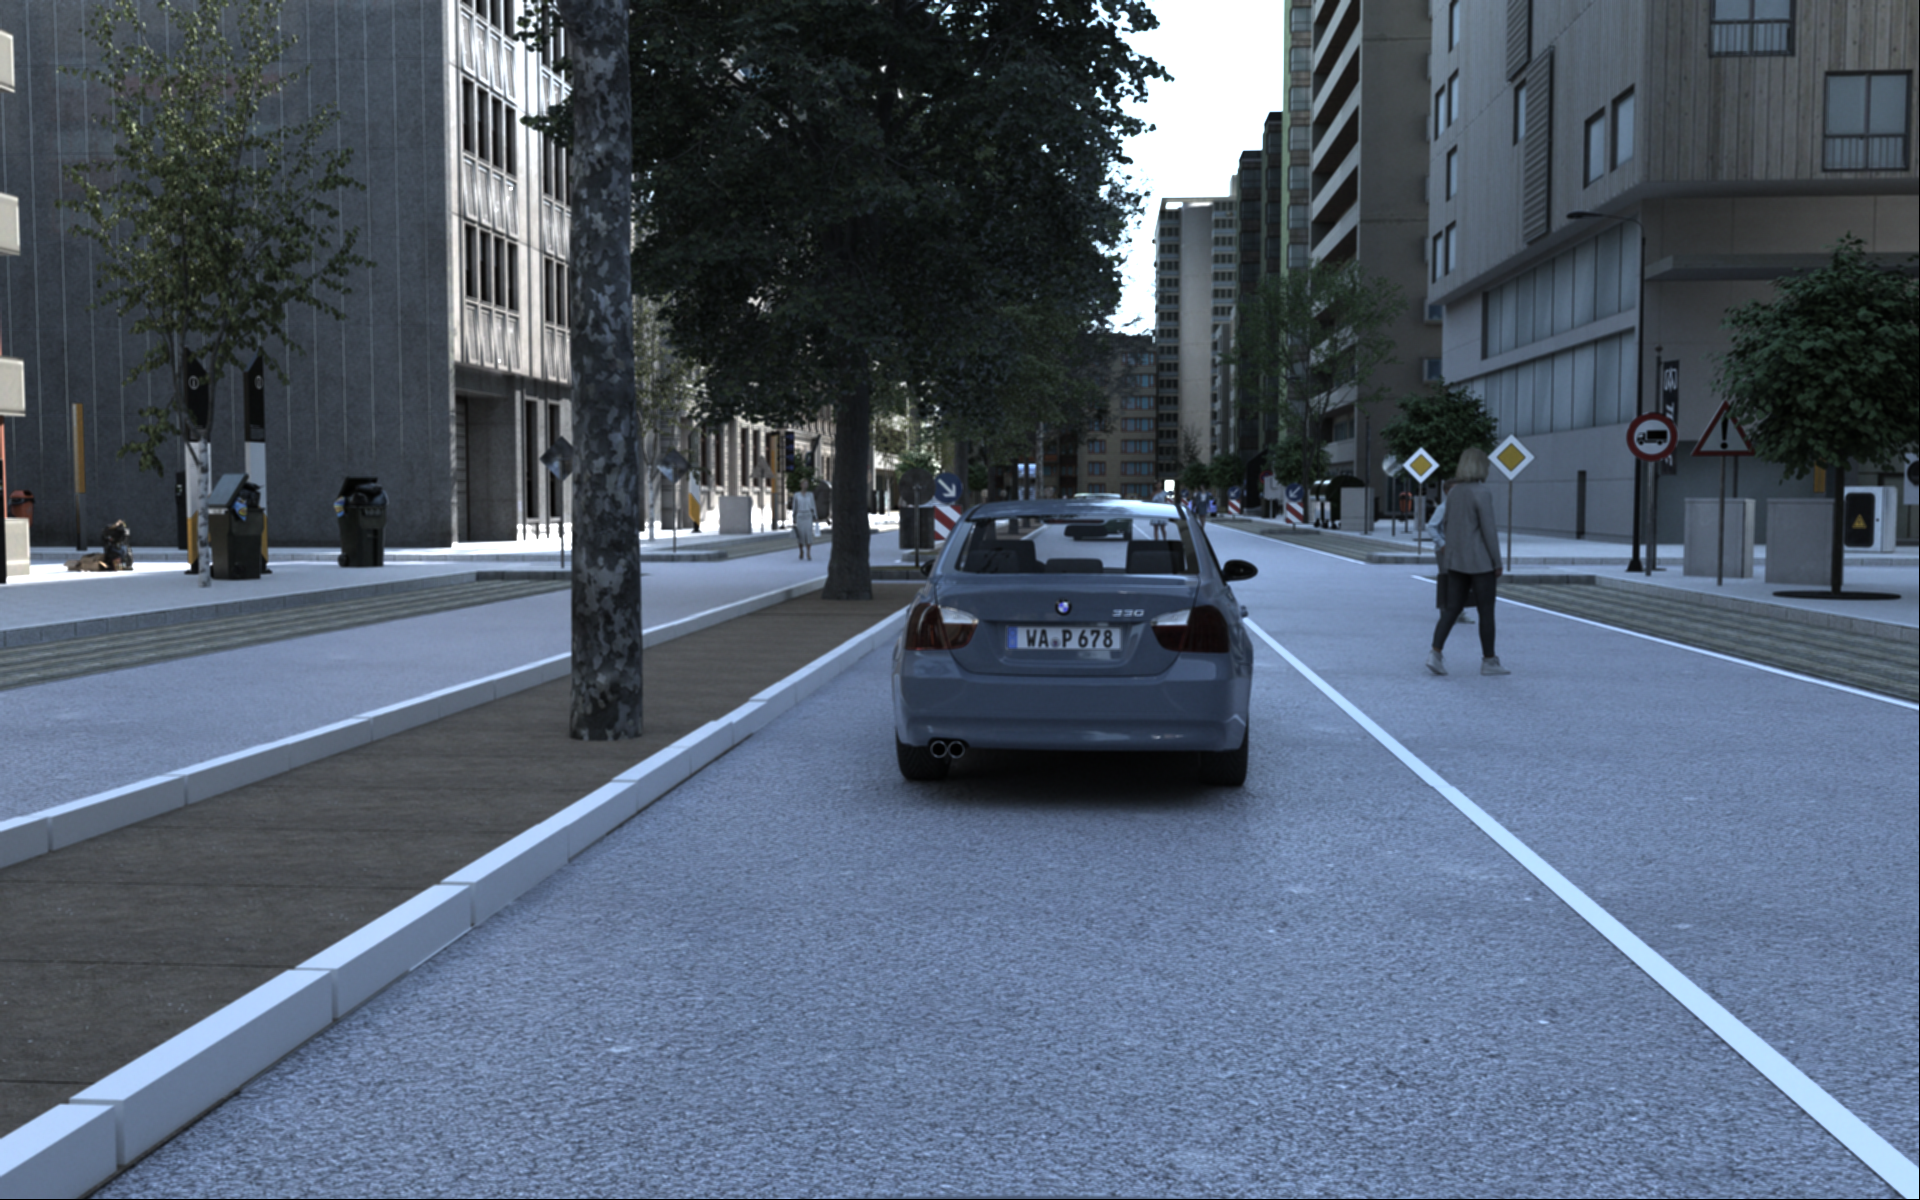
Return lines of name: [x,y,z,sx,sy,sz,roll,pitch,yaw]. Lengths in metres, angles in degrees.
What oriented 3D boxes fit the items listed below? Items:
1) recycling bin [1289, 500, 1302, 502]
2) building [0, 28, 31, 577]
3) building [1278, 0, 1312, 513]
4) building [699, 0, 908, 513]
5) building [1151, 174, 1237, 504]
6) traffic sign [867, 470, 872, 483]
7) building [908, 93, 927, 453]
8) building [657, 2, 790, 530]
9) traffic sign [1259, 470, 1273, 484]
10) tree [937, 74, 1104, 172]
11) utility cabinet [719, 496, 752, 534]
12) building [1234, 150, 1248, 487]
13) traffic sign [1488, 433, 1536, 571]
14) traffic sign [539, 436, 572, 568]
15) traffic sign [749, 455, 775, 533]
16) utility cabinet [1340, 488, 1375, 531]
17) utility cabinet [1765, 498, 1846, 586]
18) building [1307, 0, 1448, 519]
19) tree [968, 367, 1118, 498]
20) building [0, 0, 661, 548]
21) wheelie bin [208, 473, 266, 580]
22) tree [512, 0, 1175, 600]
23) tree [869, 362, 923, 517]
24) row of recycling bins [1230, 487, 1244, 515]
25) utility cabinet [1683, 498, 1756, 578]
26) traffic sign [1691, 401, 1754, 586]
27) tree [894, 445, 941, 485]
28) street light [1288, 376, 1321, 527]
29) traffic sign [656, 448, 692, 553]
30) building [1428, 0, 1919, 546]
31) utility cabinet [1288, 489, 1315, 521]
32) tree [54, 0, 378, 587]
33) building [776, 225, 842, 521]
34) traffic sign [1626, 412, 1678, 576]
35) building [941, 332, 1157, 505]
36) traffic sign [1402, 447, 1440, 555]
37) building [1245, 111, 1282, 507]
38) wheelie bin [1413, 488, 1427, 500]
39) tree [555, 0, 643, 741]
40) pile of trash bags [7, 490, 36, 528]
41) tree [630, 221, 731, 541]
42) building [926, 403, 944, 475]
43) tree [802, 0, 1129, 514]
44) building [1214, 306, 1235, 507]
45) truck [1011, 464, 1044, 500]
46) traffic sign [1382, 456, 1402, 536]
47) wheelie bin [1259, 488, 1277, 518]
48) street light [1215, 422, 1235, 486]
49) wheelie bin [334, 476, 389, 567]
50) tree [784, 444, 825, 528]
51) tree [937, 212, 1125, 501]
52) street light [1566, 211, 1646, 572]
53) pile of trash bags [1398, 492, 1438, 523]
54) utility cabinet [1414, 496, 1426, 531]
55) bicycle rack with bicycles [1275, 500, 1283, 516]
recycling bin: [15.043,-3.945,77.049,0.722,1.027,0.722,0,4,1]
building: [-30.162,-10.337,14.057,28.899,21.520,27.650,0,4,5]
building: [28.971,-26.627,118.948,14.154,41.232,14.086,0,4,5]
building: [-15.482,-30.615,124.253,21.300,48.544,21.600,0,4,5]
building: [35.778,-31.858,212.758,23.993,40.220,32.217,0,4,5]
traffic sign: [-4.821,-5.343,87.469,0.768,2.556,0.104,1,4,8]
building: [-10.359,-28.061,142.392,14.154,41.232,14.086,0,4,5]
building: [-14.394,-14.384,71.332,11.583,22.565,21.152,0,4,5]
traffic sign: [16.520,-5.704,93.371,0.768,2.556,0.104,0,4,6]
tree: [0.904,-8.348,49.321,12.009,13.543,11.850,0,3,0]
utility cabinet: [-7.177,-2.704,55.376,1.020,1.237,0.306,1,4,12]
building: [30.387,-22.994,147.655,14.160,30.474,14.107,0,4,5]
traffic sign: [9.106,-1.532,28.688,0.795,2.450,0.064,0,4,5]
traffic sign: [-6.887,-1.610,29.968,0.795,2.450,0.064,0,4,5]
traffic sign: [-6.597,-3.531,57.737,0.884,2.594,0.081,1,4,9]
utility cabinet: [13.621,-3.099,59.345,0.318,1.500,1.173,-3,5,-42]
utility cabinet: [12.013,-0.823,24.620,0.306,1.237,1.020,-2,4,-32]
building: [31.479,-28.879,95.865,21.300,48.544,21.600,0,4,5]
tree: [4.549,-9.724,95.863,8.767,10.594,7.601,0,4,5]
building: [-17.283,-14.236,50.777,12.078,24.808,19.932,0,4,5]
wheelie bin: [-10.928,-1.114,26.124,0.980,1.594,0.693,2,4,35]
tree: [-1.524,-6.977,23.186,9.857,13.997,8.962,0,3,0]
tree: [-3.932,-8.900,95.882,4.360,8.622,3.978,0,3,0]
row of recycling bins: [17.421,-6.171,108.003,1.069,1.692,3.534,0,4,0]
utility cabinet: [11.757,-0.958,26.828,0.306,1.237,1.020,-2,4,-33]
traffic sign: [10.643,-1.479,24.190,0.884,2.594,0.081,0,4,5]
tree: [-2.825,-7.889,112.703,4.285,4.588,4.351,0,3,0]
street light: [13.634,-5.868,68.481,1.470,5.913,1.316,0,4,5]
traffic sign: [-6.257,-2.097,37.928,0.795,2.450,0.064,0,4,5]
building: [30.097,-28.315,52.195,27.495,52.752,28.713,0,4,5]
utility cabinet: [15.857,-4.387,80.403,1.173,1.500,0.318,2,4,32]
tree: [-10.407,-4.499,23.918,4.737,8.622,4.395,0,3,0]
building: [-12.231,-13.877,91.511,10.561,19.102,19.286,0,4,5]
traffic sign: [10.797,-1.650,27.092,0.768,2.556,0.104,1,4,11]
building: [9.118,-22.491,212.764,28.899,21.520,27.650,0,4,5]
traffic sign: [9.736,-2.019,36.648,0.795,2.450,0.064,0,4,5]
building: [30.011,-22.124,133.431,14.160,30.474,14.107,0,4,5]
wheelie bin: [22.704,-4.707,84.860,0.980,1.594,0.693,1,4,16]
tree: [-3.222,-9.308,10.529,12.611,20.169,13.585,0,3,0]
pile of trash bags: [-22.438,-1.843,39.882,1.912,1.369,3.447,0,4,2]
tree: [-8.298,-5.887,46.620,4.360,8.622,3.978,0,3,0]
building: [-13.956,-29.333,171.474,23.993,40.220,32.217,0,4,5]
tree: [-0.046,-7.277,39.565,7.486,12.596,7.792,0,3,0]
building: [39.782,-19.797,168.717,27.650,21.520,28.899,0,4,5]
truck: [6.549,-10.516,161.689,2.967,4.110,18.799,0,4,4]
traffic sign: [13.214,-3.218,52.717,0.768,2.556,0.104,1,4,10]
wheelie bin: [16.216,-5.102,91.330,0.980,1.594,0.693,-1,4,-17]
street light: [17.093,-8.487,111.304,1.470,5.913,1.316,0,4,5]
wheelie bin: [-10.511,-1.385,30.548,0.693,1.594,0.980,2,4,34]
tree: [-6.211,-4.355,65.800,1.663,3.219,1.824,0,3,0]
tree: [1.978,-8.083,60.376,9.928,11.665,9.643,0,3,0]
street light: [10.635,-3.423,28.506,1.470,5.913,1.316,0,4,5]
pile of trash bags: [20.862,-4.086,76.562,1.912,1.369,3.447,-3,5,-40]
utility cabinet: [15.998,-3.004,60.271,0.306,1.237,1.020,1,4,9]
bicycle rack with bicycles: [19.476,-5.534,103.855,2.852,0.926,2.925,0,4,1]
